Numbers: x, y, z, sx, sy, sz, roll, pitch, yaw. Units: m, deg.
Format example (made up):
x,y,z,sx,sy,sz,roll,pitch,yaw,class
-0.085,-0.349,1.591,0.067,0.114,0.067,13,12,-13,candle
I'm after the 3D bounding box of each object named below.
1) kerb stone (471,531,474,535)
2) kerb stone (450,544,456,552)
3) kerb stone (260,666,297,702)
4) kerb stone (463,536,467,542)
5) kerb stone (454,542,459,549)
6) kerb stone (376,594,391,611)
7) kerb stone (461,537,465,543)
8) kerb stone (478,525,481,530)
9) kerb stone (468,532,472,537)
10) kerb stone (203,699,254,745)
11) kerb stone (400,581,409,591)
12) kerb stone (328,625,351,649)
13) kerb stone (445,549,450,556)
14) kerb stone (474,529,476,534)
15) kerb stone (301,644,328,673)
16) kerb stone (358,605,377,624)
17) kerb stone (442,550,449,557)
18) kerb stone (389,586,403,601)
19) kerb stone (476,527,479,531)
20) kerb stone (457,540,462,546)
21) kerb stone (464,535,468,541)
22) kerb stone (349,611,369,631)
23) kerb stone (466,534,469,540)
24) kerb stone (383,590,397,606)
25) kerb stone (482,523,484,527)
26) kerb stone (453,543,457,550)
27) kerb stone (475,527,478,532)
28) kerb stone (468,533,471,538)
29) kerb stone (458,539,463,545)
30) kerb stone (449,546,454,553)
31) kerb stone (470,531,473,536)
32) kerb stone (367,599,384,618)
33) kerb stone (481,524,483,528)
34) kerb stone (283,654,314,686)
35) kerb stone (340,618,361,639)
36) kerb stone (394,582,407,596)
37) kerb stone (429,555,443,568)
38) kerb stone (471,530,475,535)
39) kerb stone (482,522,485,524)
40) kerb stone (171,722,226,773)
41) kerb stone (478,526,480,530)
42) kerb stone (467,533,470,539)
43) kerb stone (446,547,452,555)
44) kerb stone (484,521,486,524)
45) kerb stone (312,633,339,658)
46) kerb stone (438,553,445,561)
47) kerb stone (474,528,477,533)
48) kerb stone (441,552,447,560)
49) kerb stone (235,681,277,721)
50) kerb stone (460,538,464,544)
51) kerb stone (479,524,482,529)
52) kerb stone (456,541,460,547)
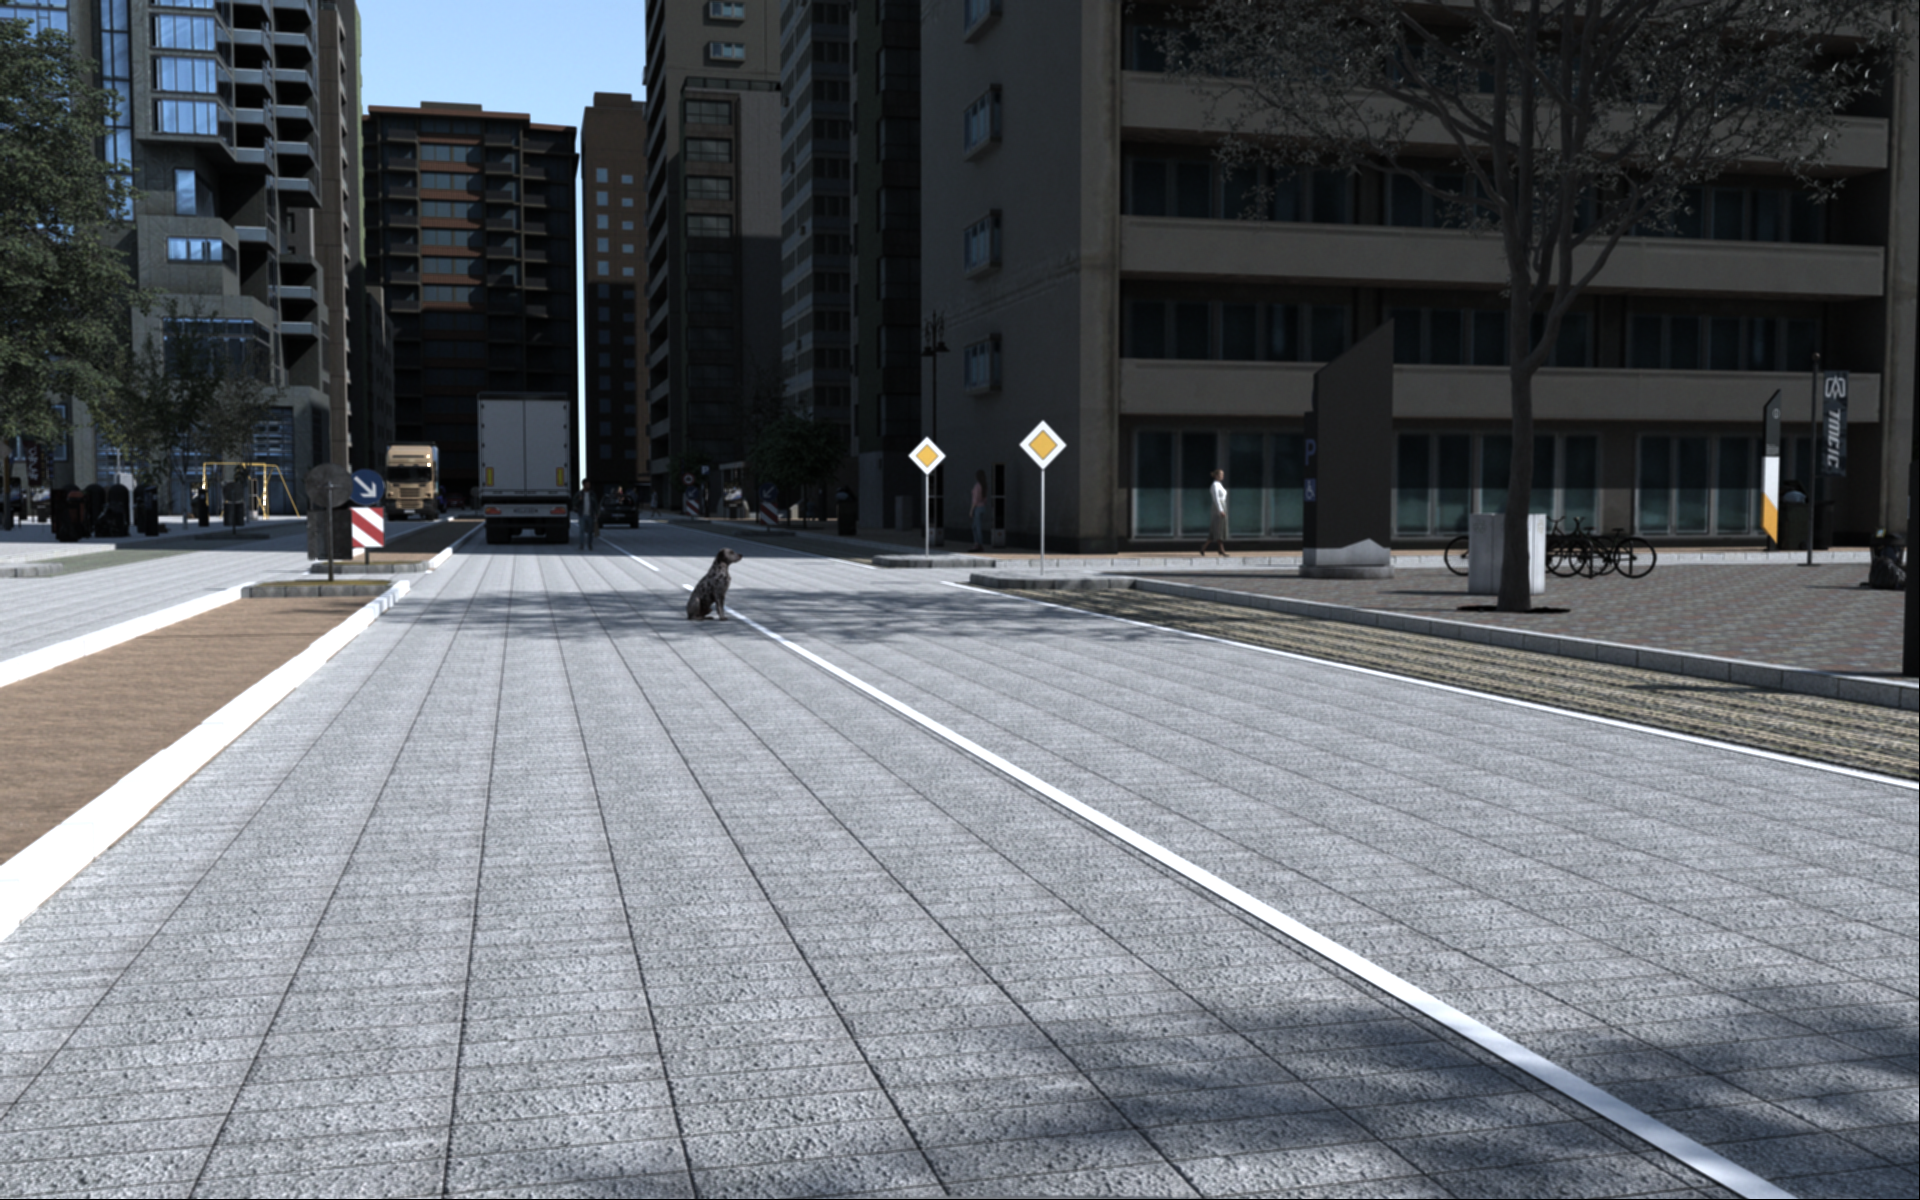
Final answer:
x,y,z,sx,sy,sz,roll,pitch,yaw,class
-16.023,-2.098,56.499,0.120,0.150,1.000,-1,4,-14,kerb stone
-12.246,-1.184,41.564,0.120,0.150,1.000,-1,4,-14,kerb stone
-4.824,0.611,12.209,0.120,0.150,1.000,-1,4,-14,kerb stone
-14.260,-1.663,49.536,0.120,0.150,1.000,-1,4,-14,kerb stone
-12.755,-1.304,43.550,0.120,0.150,1.000,-1,4,-14,kerb stone
-7.085,0.065,21.149,0.120,0.150,1.000,-1,4,-14,kerb stone
-14.014,-1.611,48.541,0.120,0.150,1.000,-1,4,-14,kerb stone
-18.278,-2.646,65.458,0.120,0.150,1.000,-1,4,-14,kerb stone
-15.515,-1.973,54.514,0.120,0.150,1.000,-1,4,-14,kerb stone
-4.323,0.732,10.225,0.120,0.150,1.000,-1,4,-14,kerb stone
-8.094,-0.178,25.136,0.120,0.150,1.000,-1,4,-14,kerb stone
-5.829,0.368,16.182,0.120,0.150,1.000,-1,4,-14,kerb stone
-11.492,-0.996,38.582,0.120,0.150,1.000,-1,4,-14,kerb stone
-16.777,-2.277,59.493,0.120,0.150,1.000,-1,4,-14,kerb stone
-5.319,0.496,14.199,0.120,0.150,1.000,-1,4,-14,kerb stone
-6.584,0.186,19.162,0.120,0.150,1.000,-1,4,-14,kerb stone
-11.230,-0.936,37.584,0.120,0.150,1.000,-1,4,-14,kerb stone
-7.577,-0.058,23.139,0.120,0.150,1.000,-1,4,-14,kerb stone
-17.523,-2.464,62.483,0.120,0.150,1.000,-1,4,-14,kerb stone
-13.251,-1.428,45.546,0.120,0.150,1.000,-1,4,-14,kerb stone
-14.510,-1.729,50.541,0.120,0.150,1.000,-1,4,-14,kerb stone
-6.332,0.247,18.169,0.120,0.150,1.000,-1,4,-14,kerb stone
-14.764,-1.793,51.531,0.120,0.150,1.000,-1,4,-14,kerb stone
-7.328,0.003,22.142,0.120,0.150,1.000,-1,4,-14,kerb stone
-19.541,-2.951,70.439,0.120,0.150,1.000,-1,4,-14,kerb stone
-12.496,-1.246,42.561,0.120,0.150,1.000,-1,4,-14,kerb stone
-17.281,-2.403,61.487,0.120,0.150,1.000,-1,4,-14,kerb stone
-15.265,-1.910,53.517,0.120,0.150,1.000,-1,4,-14,kerb stone
-13.501,-1.489,46.537,0.120,0.150,1.000,-1,4,-14,kerb stone
-11.984,-1.124,40.571,0.120,0.150,1.000,-1,4,-14,kerb stone
-15.768,-2.037,55.504,0.120,0.150,1.000,-1,4,-14,kerb stone
-6.834,0.125,20.153,0.120,0.150,1.000,-1,4,-14,kerb stone
-19.035,-2.829,68.442,0.120,0.150,1.000,-1,4,-14,kerb stone
-5.069,0.550,13.208,0.120,0.150,1.000,-1,4,-14,kerb stone
-6.078,0.313,17.179,0.120,0.150,1.000,-1,4,-14,kerb stone
-7.838,-0.116,24.137,0.120,0.150,1.000,-1,4,-14,kerb stone
-10.473,-0.758,34.597,0.120,0.150,1.000,-1,4,-14,kerb stone
-16.272,-2.159,57.499,0.120,0.150,1.000,-1,4,-14,kerb stone
-20.042,-3.069,72.427,0.120,0.150,1.000,-1,4,-14,kerb stone
-4.075,0.802,9.227,0.120,0.150,1.000,-1,4,-14,kerb stone
-18.029,-2.578,64.467,0.120,0.150,1.000,-1,4,-14,kerb stone
-15.018,-1.855,52.525,0.120,0.150,1.000,-1,4,-14,kerb stone
-11.740,-1.063,39.577,0.120,0.150,1.000,-1,4,-14,kerb stone
-20.546,-3.194,74.415,0.120,0.150,1.000,-1,4,-14,kerb stone
-5.582,0.429,15.190,0.120,0.150,1.000,-1,4,-14,kerb stone
-10.726,-0.816,35.594,0.120,0.150,1.000,-1,4,-14,kerb stone
-17.026,-2.338,60.497,0.120,0.150,1.000,-1,4,-14,kerb stone
-10.982,-0.878,36.583,0.120,0.150,1.000,-1,4,-14,kerb stone
-4.577,0.671,11.218,0.120,0.150,1.000,-1,4,-14,kerb stone
-13.756,-1.545,47.546,0.120,0.150,1.000,-1,4,-14,kerb stone
-18.784,-2.768,67.444,0.120,0.150,1.000,-1,4,-14,kerb stone
-12.997,-1.368,44.555,0.120,0.150,1.000,-1,4,-14,kerb stone
